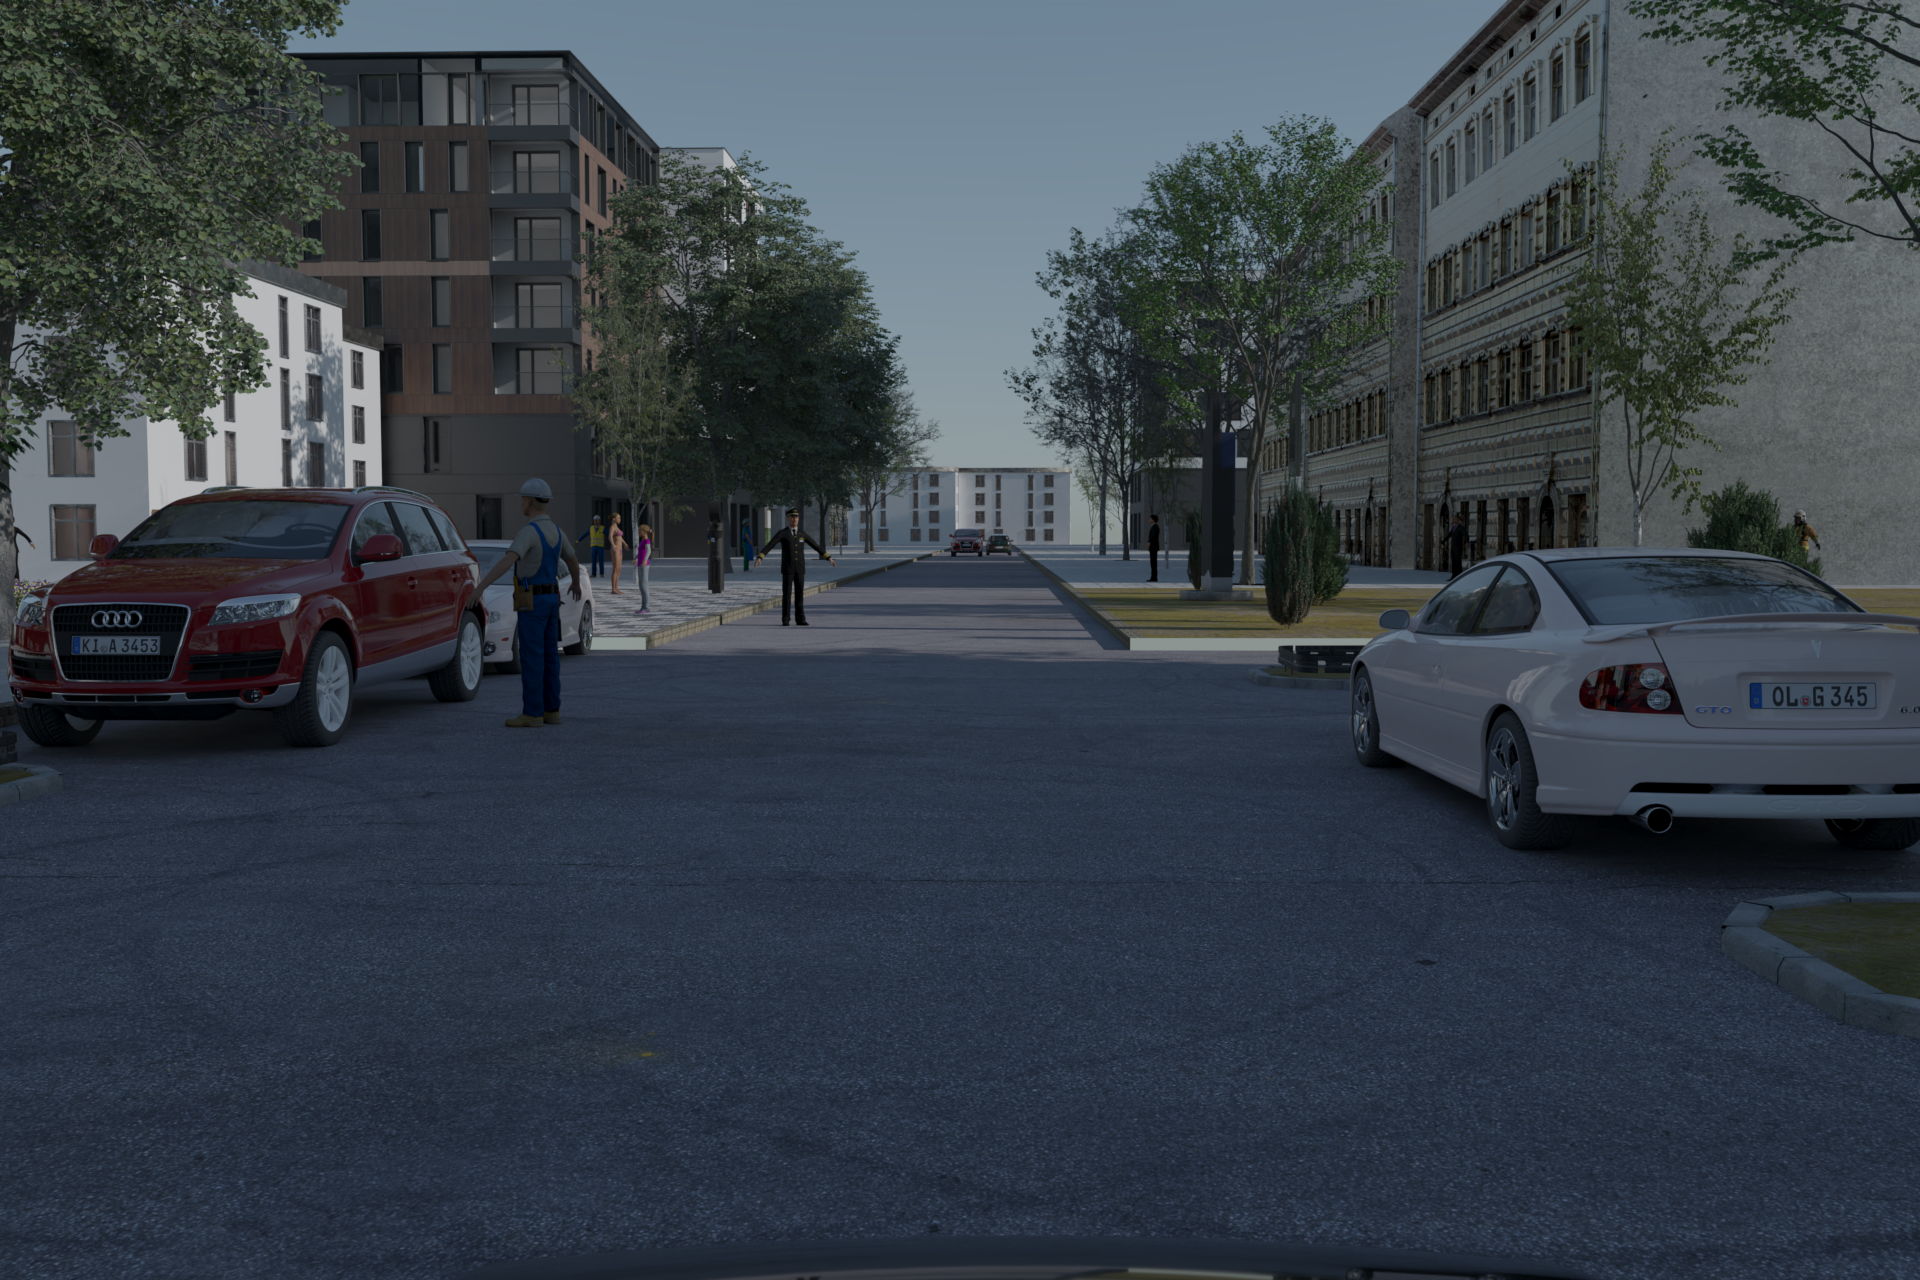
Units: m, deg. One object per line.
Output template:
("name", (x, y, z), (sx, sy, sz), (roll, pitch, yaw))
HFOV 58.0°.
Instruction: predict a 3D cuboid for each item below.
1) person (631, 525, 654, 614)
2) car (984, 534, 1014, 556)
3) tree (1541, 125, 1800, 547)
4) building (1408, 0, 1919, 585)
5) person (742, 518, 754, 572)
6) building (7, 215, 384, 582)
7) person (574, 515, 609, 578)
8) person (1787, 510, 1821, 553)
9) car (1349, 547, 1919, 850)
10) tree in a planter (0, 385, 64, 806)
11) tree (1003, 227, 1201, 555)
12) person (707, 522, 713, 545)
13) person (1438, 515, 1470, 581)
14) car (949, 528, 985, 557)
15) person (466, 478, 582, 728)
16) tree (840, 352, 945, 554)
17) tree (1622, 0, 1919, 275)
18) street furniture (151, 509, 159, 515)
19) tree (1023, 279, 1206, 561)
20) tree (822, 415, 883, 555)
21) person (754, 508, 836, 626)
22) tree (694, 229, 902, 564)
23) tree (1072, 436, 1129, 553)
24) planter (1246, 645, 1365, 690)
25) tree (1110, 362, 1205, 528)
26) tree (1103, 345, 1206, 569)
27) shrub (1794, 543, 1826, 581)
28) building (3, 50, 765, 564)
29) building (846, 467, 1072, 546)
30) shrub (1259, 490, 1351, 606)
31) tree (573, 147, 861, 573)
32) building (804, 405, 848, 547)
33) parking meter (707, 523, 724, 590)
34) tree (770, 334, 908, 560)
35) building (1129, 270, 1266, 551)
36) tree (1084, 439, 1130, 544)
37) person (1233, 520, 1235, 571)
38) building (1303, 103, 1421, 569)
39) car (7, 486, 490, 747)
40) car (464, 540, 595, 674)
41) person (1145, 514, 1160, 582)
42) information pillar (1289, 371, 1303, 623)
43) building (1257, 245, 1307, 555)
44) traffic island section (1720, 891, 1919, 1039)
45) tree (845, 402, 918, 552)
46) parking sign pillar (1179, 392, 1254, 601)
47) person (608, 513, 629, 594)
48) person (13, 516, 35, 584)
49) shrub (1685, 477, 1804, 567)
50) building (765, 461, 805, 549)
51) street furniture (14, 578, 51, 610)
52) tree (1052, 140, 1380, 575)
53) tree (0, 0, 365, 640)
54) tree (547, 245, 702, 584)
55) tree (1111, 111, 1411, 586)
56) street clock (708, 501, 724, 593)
("person", (-5.167, -1.144, 27.963), (0.599, 1.433, 0.991), (-1, 4, -21))
("car", (2.601, -6.512, 116.259), (2.009, 1.686, 4.222), (0, 4, 1))
("tree", (12.614, -4.968, 31.594), (4.737, 8.622, 4.395), (0, 3, 0))
("building", (25.272, -13.502, 51.680), (19.493, 23.208, 18.063), (0, 4, 1))
("person", (-7.124, -3.184, 58.178), (0.704, 1.817, 1.347), (-1, 4, -12))
("building", (-25.593, -7.193, 59.761), (9.099, 9.664, 28.070), (0, 4, 1))
("person", (-10.706, -2.760, 51.094), (1.349, 1.833, 0.705), (0, 4, 6))
("person", (20.147, -2.193, 41.621), (0.705, 1.858, 1.354), (-1, 4, -23))
("car", (3.399, 0.191, 9.235), (2.083, 1.381, 4.827), (0, 3, 0))
("tree in a planter", (-6.037, -0.731, 9.174), (1.991, 3.239, 1.994), (0, 4, 1))
("tree", (8.894, -15.282, 105.742), (12.611, 20.169, 13.585), (0, 3, 0))
("person", (-7.955, -3.070, 56.652), (0.721, 1.772, 1.216), (1, 4, 18))
("person", (13.445, -2.492, 46.974), (0.704, 1.802, 1.346), (-1, 4, -19))
("car", (0.453, -6.262, 111.052), (2.281, 1.827, 5.304), (0, 4, 1))
("person", (-3.183, -0.284, 12.956), (0.705, 1.847, 1.347), (1, 4, 22))
("tree", (-6.035, -12.480, 114.412), (12.009, 13.543, 11.850), (0, 3, 0))
("tree", (9.920, -5.527, 16.123), (9.928, 11.665, 9.643), (0, 3, 0))
("street furniture", (-14.989, -1.736, 35.232), (11.010, 1.723, 9.812), (-2, 4, -25))
("tree", (7.969, -10.593, 83.564), (12.009, 13.543, 11.850), (0, 3, 0))
("tree", (-7.335, -9.381, 103.742), (4.360, 8.622, 3.978), (0, 3, 0))
("person", (-2.597, -1.141, 27.049), (1.347, 1.837, 0.705), (-2, 4, -25))
("tree", (-6.945, -10.216, 73.692), (9.857, 13.997, 8.962), (0, 3, 0))
("tree", (9.091, -10.398, 120.366), (4.360, 8.622, 3.978), (0, 3, 0))
("planter", (3.840, 0.260, 16.893), (1.991, 0.319, 1.994), (0, 4, 1))
("tree", (7.672, -7.335, 70.295), (4.360, 8.622, 3.978), (0, 3, 0))
("tree", (7.840, -6.969, 64.303), (4.360, 8.622, 3.978), (0, 3, 0))
("shrub", (12.550, -0.922, 26.200), (1.383, 1.207, 1.383), (0, 3, 0))
("building", (-26.429, -15.057, 90.164), (27.936, 21.610, 32.646), (0, 4, 2))
("building", (-0.147, -16.607, 216.126), (28.070, 9.664, 9.099), (0, 4, 4))
("shrub", (6.215, -1.660, 31.178), (1.661, 2.075, 1.752), (0, 3, 0))
("tree", (-7.879, -9.156, 56.358), (9.857, 13.997, 8.962), (0, 3, 0))
("building", (-22.119, -21.643, 184.784), (19.493, 23.208, 18.063), (0, 4, 2))
("parking meter", (-5.589, -1.910, 39.645), (0.372, 1.533, 0.369), (0, 3, 0))
("tree", (-6.673, -9.779, 85.637), (9.928, 11.665, 9.643), (0, 3, 0))
("building", (28.520, -18.733, 150.260), (27.936, 21.610, 32.646), (0, 4, 1))
("tree", (20.539, -18.868, 218.866), (12.009, 13.543, 11.850), (0, 3, 0))
("person", (9.261, -3.261, 59.445), (0.705, 1.813, 1.348), (1, 4, 13))
("building", (25.394, -14.779, 72.571), (19.493, 23.208, 18.063), (0, 4, 1))
("car", (-5.211, -0.287, 13.360), (2.281, 1.827, 5.304), (0, 4, 1))
("car", (-5.361, -0.421, 19.239), (2.083, 1.381, 4.827), (0, 4, 1))
("person", (5.181, -2.470, 46.579), (0.705, 1.806, 1.347), (1, 4, 13))
("information pillar", (4.861, -2.068, 25.174), (0.183, 3.616, 0.504), (0, 4, 0))
("building", (27.455, -16.274, 97.000), (19.493, 23.208, 18.063), (0, 4, 1))
("traffic island section", (3.595, 1.060, 5.538), (1.991, 0.108, 1.994), (0, 4, 1))
("tree", (-6.548, -12.252, 126.076), (9.928, 11.665, 9.643), (0, 3, 0))
("parking sign pillar", (4.986, -2.757, 33.549), (1.447, 3.967, 1.447), (0, 4, -1))
("person", (-7.270, -1.847, 37.003), (0.721, 1.733, 1.217), (0, 4, 3))
("person", (-22.222, -2.063, 40.453), (1.216, 1.740, 0.721), (0, 4, -5))
("shrub", (10.856, -1.228, 24.116), (1.661, 2.075, 1.752), (0, 3, 0))
("building", (-23.317, -17.077, 145.665), (16.747, 18.905, 31.486), (0, 4, 2))
("street furniture", (-14.882, -0.973, 22.761), (11.010, 1.723, 9.812), (-2, 4, -29))
("tree", (7.975, -8.785, 53.998), (12.009, 13.543, 11.850), (0, 3, 0))
("tree", (-11.943, -6.977, 20.725), (9.857, 13.997, 8.962), (0, 3, 0))
("tree", (-8.327, -5.766, 44.638), (4.360, 8.622, 3.978), (0, 3, 0))
("tree", (7.358, -7.171, 43.004), (9.928, 11.665, 9.643), (0, 3, 0))
("street clock", (-5.261, -2.009, 37.411), (0.358, 2.002, 0.471), (0, 4, 2))
